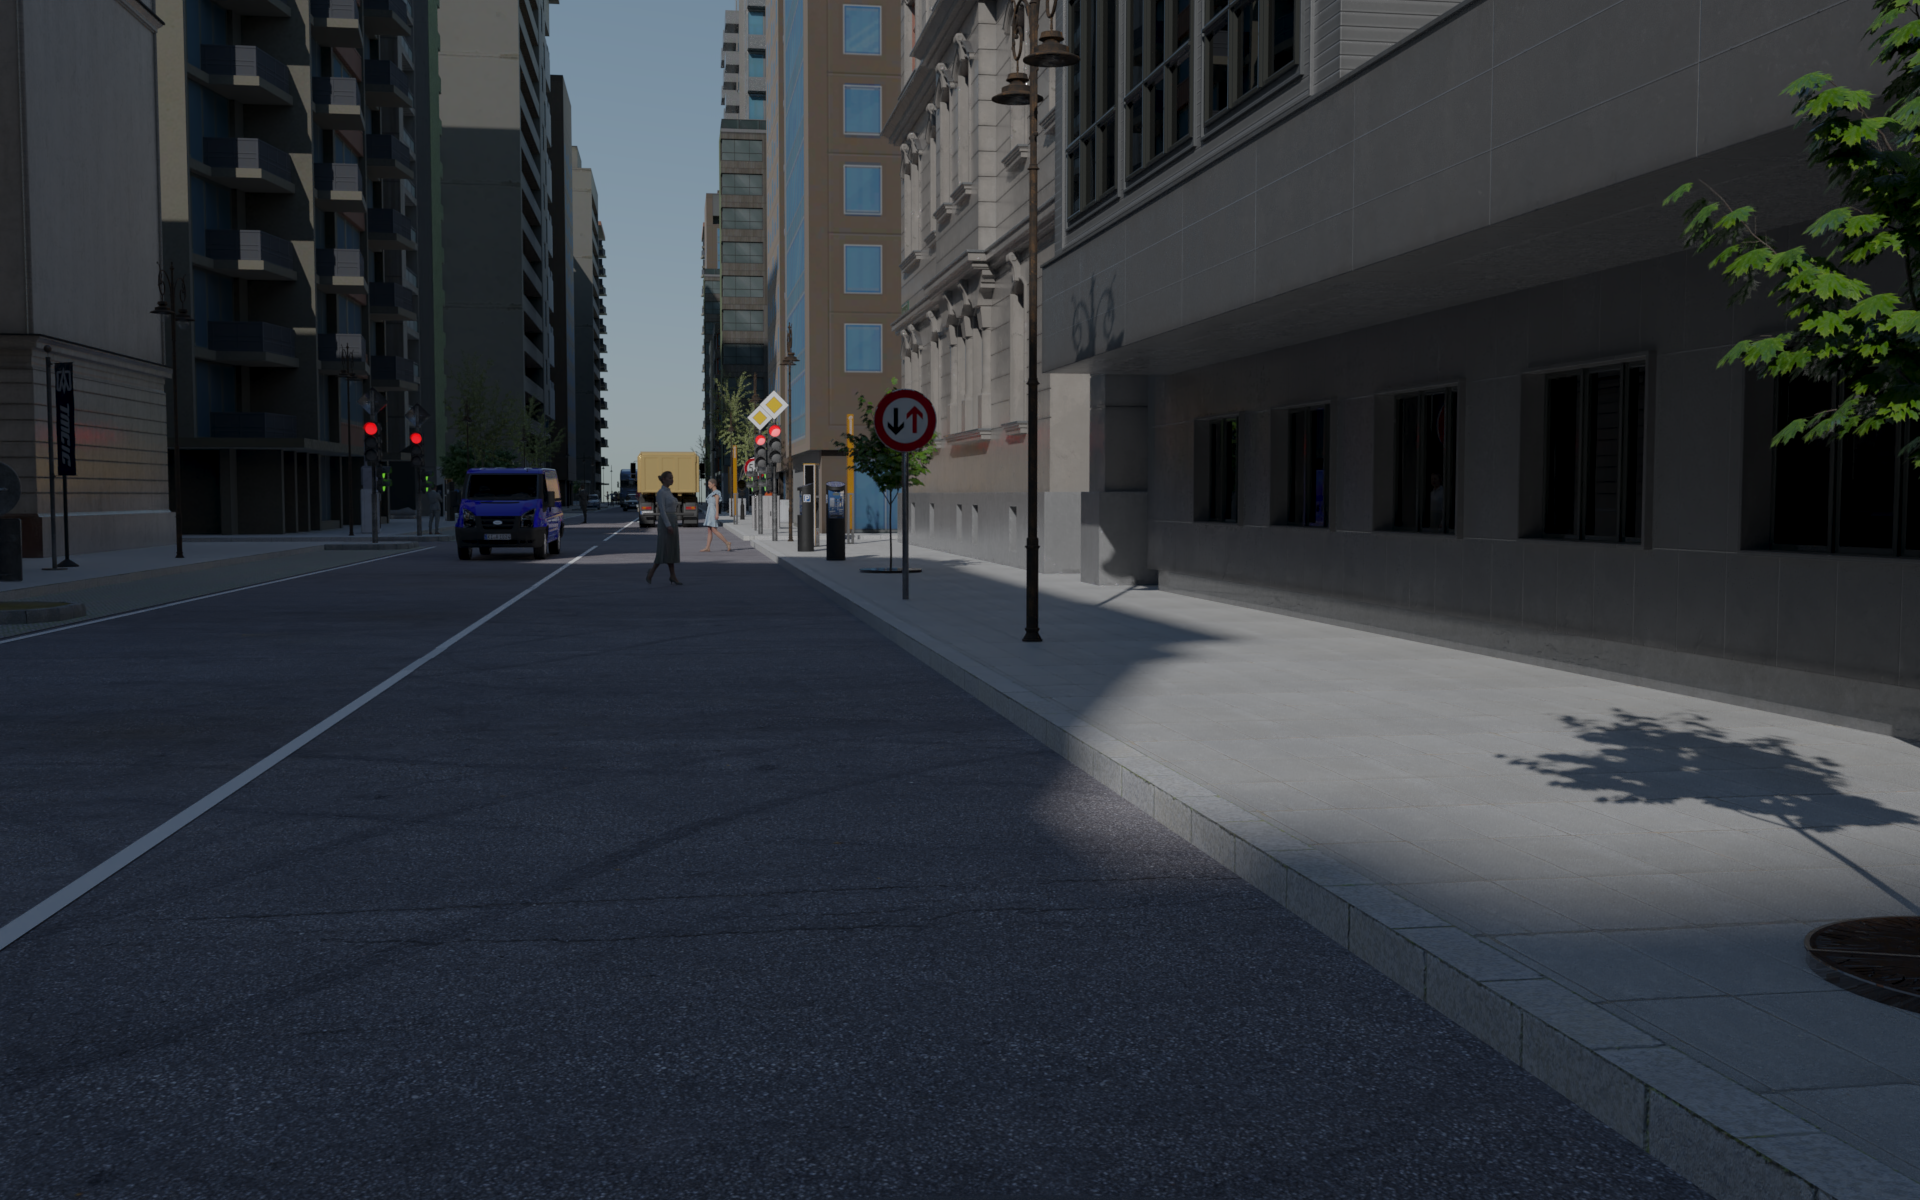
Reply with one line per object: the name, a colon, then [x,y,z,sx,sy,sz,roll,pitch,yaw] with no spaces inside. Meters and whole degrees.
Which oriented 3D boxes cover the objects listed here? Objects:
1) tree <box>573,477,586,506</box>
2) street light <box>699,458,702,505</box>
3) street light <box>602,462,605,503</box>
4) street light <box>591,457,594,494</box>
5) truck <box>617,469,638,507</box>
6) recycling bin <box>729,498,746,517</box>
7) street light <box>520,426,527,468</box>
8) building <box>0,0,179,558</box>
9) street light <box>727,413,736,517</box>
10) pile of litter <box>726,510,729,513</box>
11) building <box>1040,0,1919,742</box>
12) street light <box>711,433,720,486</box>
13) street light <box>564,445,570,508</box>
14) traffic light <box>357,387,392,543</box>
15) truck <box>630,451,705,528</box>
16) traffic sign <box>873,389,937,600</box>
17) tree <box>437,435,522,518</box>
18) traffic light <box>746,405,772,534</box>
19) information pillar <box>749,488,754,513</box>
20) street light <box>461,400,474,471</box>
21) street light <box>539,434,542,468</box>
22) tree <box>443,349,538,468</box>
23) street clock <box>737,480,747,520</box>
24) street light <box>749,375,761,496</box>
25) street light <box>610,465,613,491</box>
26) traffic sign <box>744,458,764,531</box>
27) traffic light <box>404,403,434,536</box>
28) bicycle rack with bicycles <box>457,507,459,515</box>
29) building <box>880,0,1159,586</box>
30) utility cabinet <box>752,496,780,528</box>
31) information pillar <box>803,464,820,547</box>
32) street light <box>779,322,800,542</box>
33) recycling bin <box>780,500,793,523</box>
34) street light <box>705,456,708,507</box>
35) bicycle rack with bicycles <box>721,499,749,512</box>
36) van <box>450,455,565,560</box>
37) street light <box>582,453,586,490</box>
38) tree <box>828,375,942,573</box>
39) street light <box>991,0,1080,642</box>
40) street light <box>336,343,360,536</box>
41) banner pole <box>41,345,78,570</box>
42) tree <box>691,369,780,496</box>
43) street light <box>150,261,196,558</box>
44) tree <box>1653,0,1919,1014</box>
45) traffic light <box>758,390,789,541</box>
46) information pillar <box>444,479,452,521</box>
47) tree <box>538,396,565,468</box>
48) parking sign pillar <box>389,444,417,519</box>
tree: [-43.045,-12.203,194.126,1.663,3.219,1.824,0,3,0]
street light: [-30.505,-14.161,204.324,0.468,5.910,1.993,-1,4,-9]
street light: [-49.847,-16.477,242.192,0.468,5.910,1.993,-1,4,-9]
street light: [-44.722,-14.574,211.079,0.468,5.910,1.993,-1,4,-9]
truck: [-36.348,-12.377,192.120,2.967,4.110,18.799,-1,4,-10]
recycling bin: [-12.734,-5.298,99.177,0.722,1.027,0.722,-3,4,-37]
street light: [-28.945,-8.707,115.142,0.468,5.910,1.993,-1,4,-9]
building: [-28.071,-10.559,37.272,19.286,19.102,10.561,-1,4,-9]
street light: [-12.813,-7.600,97.050,0.468,5.910,1.993,-1,4,-9]
pile of litter: [-15.231,-6.270,116.478,1.176,0.858,1.719,1,4,17]
building: [10.308,-11.585,8.474,14.314,24.678,30.058,-1,4,-9]
street light: [-18.008,-9.529,128.594,0.468,5.910,1.993,-1,4,-9]
street light: [-36.188,-11.436,159.760,0.468,5.910,1.993,-1,4,-9]
traffic light: [-15.327,-3.450,45.323,0.839,4.253,0.868,-1,4,-9]
truck: [-13.057,-4.990,77.511,3.469,3.379,9.791,-1,4,-10]
traffic sign: [-0.662,-1.280,21.026,0.768,2.556,0.104,0,4,-1]
tree: [-26.357,-6.689,93.080,4.285,4.588,4.351,0,3,0]
traffic light: [-6.353,-4.036,54.902,0.839,4.253,0.868,-1,4,-9]
information pillar: [-14.444,-7.069,120.076,0.304,2.012,0.304,2,4,26]
street light: [-23.895,-6.809,84.114,0.468,5.910,1.993,-1,4,-9]
street light: [-31.139,-9.533,128.653,0.468,5.910,1.993,-1,4,-9]
tree: [-24.330,-8.417,87.973,4.737,8.622,4.395,0,3,0]
street clock: [-10.859,-5.005,86.398,0.471,2.002,0.358,1,4,13]
street light: [-7.789,-5.699,65.972,0.468,5.910,1.993,-1,4,-9]
street light: [-54.977,-18.378,273.269,0.468,5.910,1.993,-1,4,-9]
traffic sign: [-7.149,-3.694,60.506,0.768,2.556,0.104,0,4,-2]
traffic light: [-16.624,-3.932,53.202,0.839,4.253,0.868,-1,4,-9]
bicycle rack with bicycles: [-33.118,-6.520,119.987,2.925,0.926,2.852,3,4,36]
building: [6.271,-15.163,35.301,14.401,28.519,23.554,-1,4,-9]
utility cabinet: [-7.248,-3.275,64.709,1.020,1.237,0.306,0,4,0]
information pillar: [-3.592,-2.291,41.944,0.304,2.012,0.304,1,4,16]
street light: [-4.586,-4.523,46.732,0.468,5.910,1.993,-1,4,-9]
recycling bin: [-7.660,-3.898,76.286,0.722,1.027,0.722,1,4,13]
street light: [-25.315,-12.265,173.319,0.468,5.910,1.993,-1,4,-9]
bicycle rack with bicycles: [-16.323,-6.891,126.054,2.925,0.926,2.852,-1,4,-21]
van: [-10.243,-2.150,39.543,2.240,2.365,5.245,0,4,-8]
street light: [-41.375,-13.332,190.765,0.468,5.910,1.993,-1,4,-9]
tree: [-1.025,-2.062,28.321,1.663,3.219,1.824,0,3,0]
street light: [0.630,-2.577,14.916,0.468,5.910,1.993,-1,4,-9]
street light: [-18.721,-4.912,53.106,0.468,5.910,1.993,-1,4,-9]
banner pole: [-15.102,-2.388,29.066,0.863,3.779,0.401,2,4,27]
tree: [-13.046,-9.309,102.564,4.737,8.622,4.395,0,3,0]
street light: [-15.663,-3.780,34.590,0.468,5.910,1.993,-1,4,-9]
tree: [2.658,-0.603,4.467,1.663,3.219,1.824,0,3,0]
traffic light: [-5.056,-3.554,47.023,0.839,4.253,0.868,-1,4,-9]
information pillar: [-24.569,-4.815,83.220,0.304,2.012,0.304,-2,4,-34]
tree: [-30.787,-10.653,124.546,4.737,8.622,4.395,0,3,0]
parking sign pillar: [-28.882,-6.199,89.826,1.447,3.967,1.447,0,4,-4]
